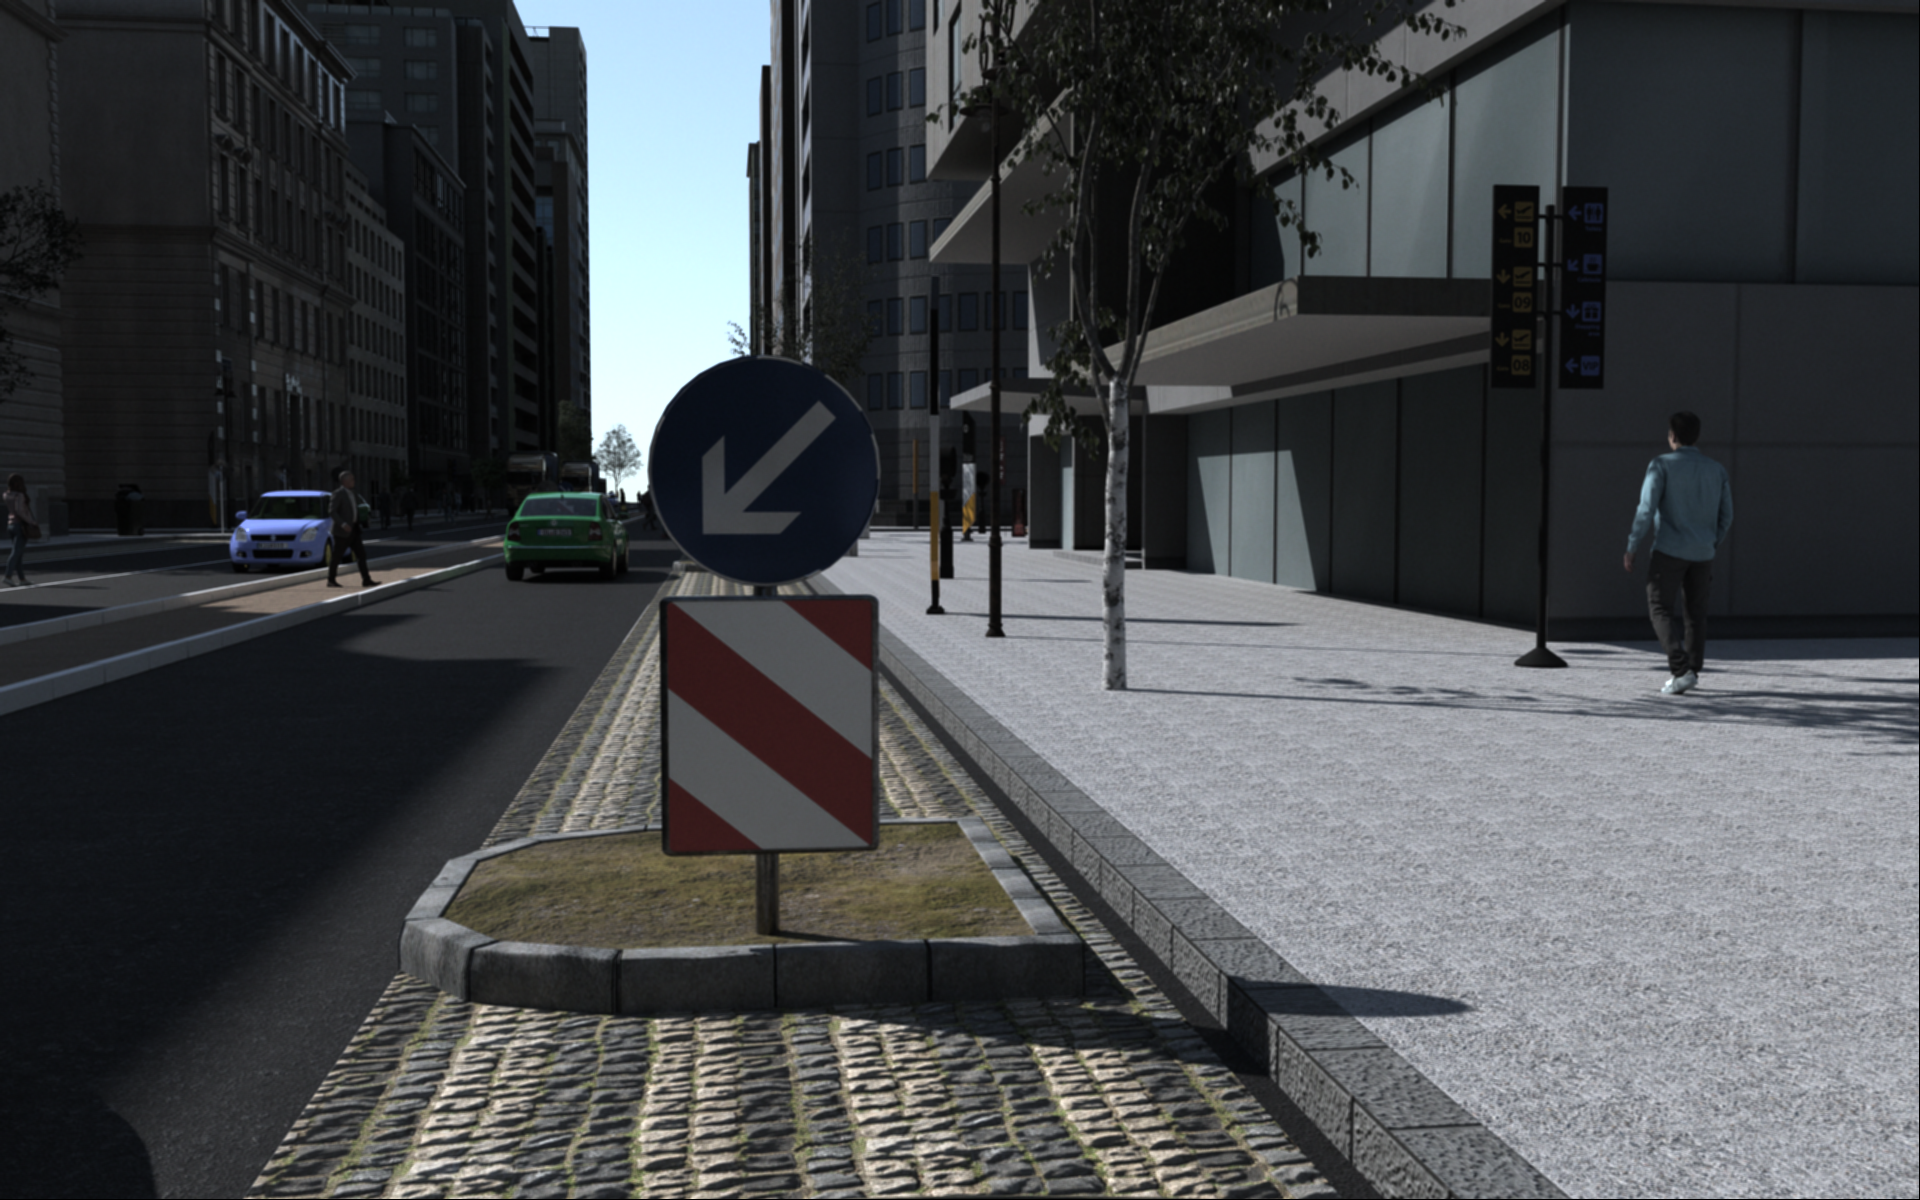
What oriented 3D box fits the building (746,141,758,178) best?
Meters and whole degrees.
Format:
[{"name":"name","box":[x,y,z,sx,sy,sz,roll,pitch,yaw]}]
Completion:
[{"name":"building","box":[-16.618,-40.708,254.817,28.713,52.752,27.495,0,4,-8]}]

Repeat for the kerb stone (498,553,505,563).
[{"name":"kerb stone","box":[-9.626,-0.841,35.945,0.120,0.150,1.000,0,4,-8]}]

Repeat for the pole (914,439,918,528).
[{"name":"pole","box":[-1.646,-4.339,64.778,0.158,3.312,0.155,0,3,0]}]

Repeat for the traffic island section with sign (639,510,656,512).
[{"name":"traffic island section with sign","box":[-24.571,-7.954,138.186,2.006,1.907,1.989,0,4,-8]}]

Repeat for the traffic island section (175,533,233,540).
[{"name":"traffic island section","box":[-23.368,-1.990,54.814,2.009,0.180,2.903,0,4,-8]}]

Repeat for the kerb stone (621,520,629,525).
[{"name":"kerb stone","box":[-15.904,-3.671,82.228,0.120,0.150,1.000,0,4,-8]}]

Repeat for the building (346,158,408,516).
[{"name":"building","box":[-37.616,-14.755,96.000,10.420,20.320,16.860,0,4,-8]}]

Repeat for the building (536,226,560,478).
[{"name":"building","box":[-52.440,-25.731,192.404,14.160,30.474,14.107,0,4,-8]}]

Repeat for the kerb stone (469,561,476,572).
[{"name":"kerb stone","box":[-9.084,-0.583,31.889,0.120,0.150,1.000,0,4,-8]}]

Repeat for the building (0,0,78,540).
[{"name":"building","box":[-35.981,-13.323,46.702,19.941,23.489,11.050,0,4,-8]}]

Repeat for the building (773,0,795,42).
[{"name":"building","box":[-3.397,-27.405,98.181,14.600,45.320,14.200,0,4,-8]}]

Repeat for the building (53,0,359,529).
[{"name":"building","box":[-34.930,-16.988,75.015,12.463,27.353,25.104,0,4,-8]}]

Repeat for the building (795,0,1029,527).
[{"name":"building","box":[7.120,-32.718,76.945,28.212,58.520,21.231,0,4,-8]}]

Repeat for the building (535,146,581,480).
[{"name":"building","box":[-57.427,-35.250,226.444,14.600,45.320,14.200,0,4,-8]}]

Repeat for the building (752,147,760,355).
[{"name":"building","box":[-17.696,-32.054,207.674,14.154,41.232,14.086,0,4,-8]}]

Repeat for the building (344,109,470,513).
[{"name":"building","box":[-42.169,-19.782,116.942,14.314,27.812,24.014,0,4,-8]}]

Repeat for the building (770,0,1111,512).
[{"name":"building","box":[-3.498,-34.864,159.266,28.713,52.752,27.495,0,4,-8]}]

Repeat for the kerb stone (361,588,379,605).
[{"name":"kerb stone","box":[-7.839,-0.028,22.767,0.120,0.150,1.000,0,4,-8]}]

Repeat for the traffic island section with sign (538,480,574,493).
[{"name":"traffic island section with sign","box":[-14.467,-3.400,63.727,2.006,1.907,1.989,0,4,-8]}]

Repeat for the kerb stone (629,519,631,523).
[{"name":"kerb stone","box":[-16.041,-3.734,83.243,0.120,0.150,1.000,0,4,-8]}]

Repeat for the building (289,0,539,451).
[{"name":"building","box":[-51.106,-32.791,159.840,21.300,48.544,21.600,0,4,-8]}]

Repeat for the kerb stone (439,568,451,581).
[{"name":"kerb stone","box":[-8.667,-0.407,28.848,0.120,0.150,1.000,0,4,-8]}]

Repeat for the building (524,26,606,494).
[{"name":"building","box":[-66.289,-50.877,270.085,20.563,71.187,20.611,0,4,-8]}]

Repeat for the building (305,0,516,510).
[{"name":"building","box":[-44.880,-28.094,142.932,14.154,41.232,14.086,0,4,-8]}]

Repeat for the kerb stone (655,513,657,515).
[{"name":"kerb stone","box":[-21.550,-6.219,123.868,0.120,0.150,1.000,0,4,-8]}]

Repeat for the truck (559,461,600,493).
[{"name":"truck","box":[-32.267,-9.676,147.121,2.839,4.237,11.283,0,4,-8]}]

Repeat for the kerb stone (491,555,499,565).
[{"name":"kerb stone","box":[-9.487,-0.779,34.933,0.120,0.150,1.000,0,4,-8]}]

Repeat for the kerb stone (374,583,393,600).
[{"name":"kerb stone","box":[-7.980,-0.097,23.780,0.120,0.150,1.000,0,4,-8]}]

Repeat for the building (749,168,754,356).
[{"name":"building","box":[-21.214,-35.643,232.878,14.600,45.320,14.200,0,4,-8]}]

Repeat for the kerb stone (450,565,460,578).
[{"name":"kerb stone","box":[-8.807,-0.462,29.862,0.120,0.150,1.000,0,4,-8]}]

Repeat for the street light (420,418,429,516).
[{"name":"street light","box":[-31.900,-7.978,103.232,0.468,5.910,1.993,0,4,-8]}]

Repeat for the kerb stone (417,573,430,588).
[{"name":"kerb stone","box":[-8.392,-0.283,26.820,0.120,0.150,1.000,0,4,-8]}]

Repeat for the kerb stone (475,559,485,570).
[{"name":"kerb stone","box":[-9.211,-0.652,32.903,0.120,0.150,1.000,0,4,-8]}]

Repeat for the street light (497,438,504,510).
[{"name":"street light","box":[-36.843,-10.174,139.140,0.468,5.910,1.993,0,4,-8]}]

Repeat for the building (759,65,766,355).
[{"name":"building","box":[-13.532,-32.357,179.149,14.600,45.320,14.200,0,4,-8]}]

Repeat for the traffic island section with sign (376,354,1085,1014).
[{"name":"traffic island section with sign","box":[-0.760,0.178,5.716,1.989,1.847,2.006,0,4,-8]}]

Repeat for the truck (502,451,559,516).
[{"name":"truck","box":[-28.479,-7.734,115.367,2.839,4.237,11.283,0,4,-8]}]

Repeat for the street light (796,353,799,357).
[{"name":"street light","box":[-5.303,-5.136,56.768,0.468,5.910,1.993,0,4,-8]}]

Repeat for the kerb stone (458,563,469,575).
[{"name":"kerb stone","box":[-8.942,-0.531,30.875,0.120,0.150,1.000,0,4,-8]}]

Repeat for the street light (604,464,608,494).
[{"name":"street light","box":[-53.422,-17.657,261.482,0.468,5.910,1.993,0,4,-8]}]

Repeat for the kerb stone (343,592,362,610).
[{"name":"kerb stone","box":[-7.707,0.028,21.733,0.120,0.150,1.000,0,4,-8]}]

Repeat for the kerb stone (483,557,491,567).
[{"name":"kerb stone","box":[-9.359,-0.717,33.918,0.120,0.150,1.000,0,4,-8]}]

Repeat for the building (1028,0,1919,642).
[{"name":"building","box":[14.216,-26.866,28.494,28.713,52.752,27.495,0,4,-8]}]

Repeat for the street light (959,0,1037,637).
[{"name":"street light","box":[0.318,-2.607,15.414,0.468,5.910,1.993,0,4,-8]}]

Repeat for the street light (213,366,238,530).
[{"name":"street light","box":[-26.478,-5.491,62.564,0.468,5.910,1.993,0,4,-8]}]

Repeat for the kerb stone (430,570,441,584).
[{"name":"kerb stone","box":[-8.528,-0.344,27.833,0.120,0.150,1.000,0,4,-8]}]

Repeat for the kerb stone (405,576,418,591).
[{"name":"kerb stone","box":[-8.259,-0.217,25.807,0.120,0.150,1.000,0,4,-8]}]

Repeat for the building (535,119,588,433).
[{"name":"building","box":[-68.070,-40.155,245.778,28.713,52.752,27.495,0,4,-8]}]

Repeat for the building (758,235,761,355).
[{"name":"building","box":[-15.472,-25.824,193.920,14.160,30.474,14.107,0,4,-8]}]

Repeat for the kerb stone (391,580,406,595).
[{"name":"kerb stone","box":[-8.119,-0.159,24.792,0.120,0.150,1.000,0,4,-8]}]
